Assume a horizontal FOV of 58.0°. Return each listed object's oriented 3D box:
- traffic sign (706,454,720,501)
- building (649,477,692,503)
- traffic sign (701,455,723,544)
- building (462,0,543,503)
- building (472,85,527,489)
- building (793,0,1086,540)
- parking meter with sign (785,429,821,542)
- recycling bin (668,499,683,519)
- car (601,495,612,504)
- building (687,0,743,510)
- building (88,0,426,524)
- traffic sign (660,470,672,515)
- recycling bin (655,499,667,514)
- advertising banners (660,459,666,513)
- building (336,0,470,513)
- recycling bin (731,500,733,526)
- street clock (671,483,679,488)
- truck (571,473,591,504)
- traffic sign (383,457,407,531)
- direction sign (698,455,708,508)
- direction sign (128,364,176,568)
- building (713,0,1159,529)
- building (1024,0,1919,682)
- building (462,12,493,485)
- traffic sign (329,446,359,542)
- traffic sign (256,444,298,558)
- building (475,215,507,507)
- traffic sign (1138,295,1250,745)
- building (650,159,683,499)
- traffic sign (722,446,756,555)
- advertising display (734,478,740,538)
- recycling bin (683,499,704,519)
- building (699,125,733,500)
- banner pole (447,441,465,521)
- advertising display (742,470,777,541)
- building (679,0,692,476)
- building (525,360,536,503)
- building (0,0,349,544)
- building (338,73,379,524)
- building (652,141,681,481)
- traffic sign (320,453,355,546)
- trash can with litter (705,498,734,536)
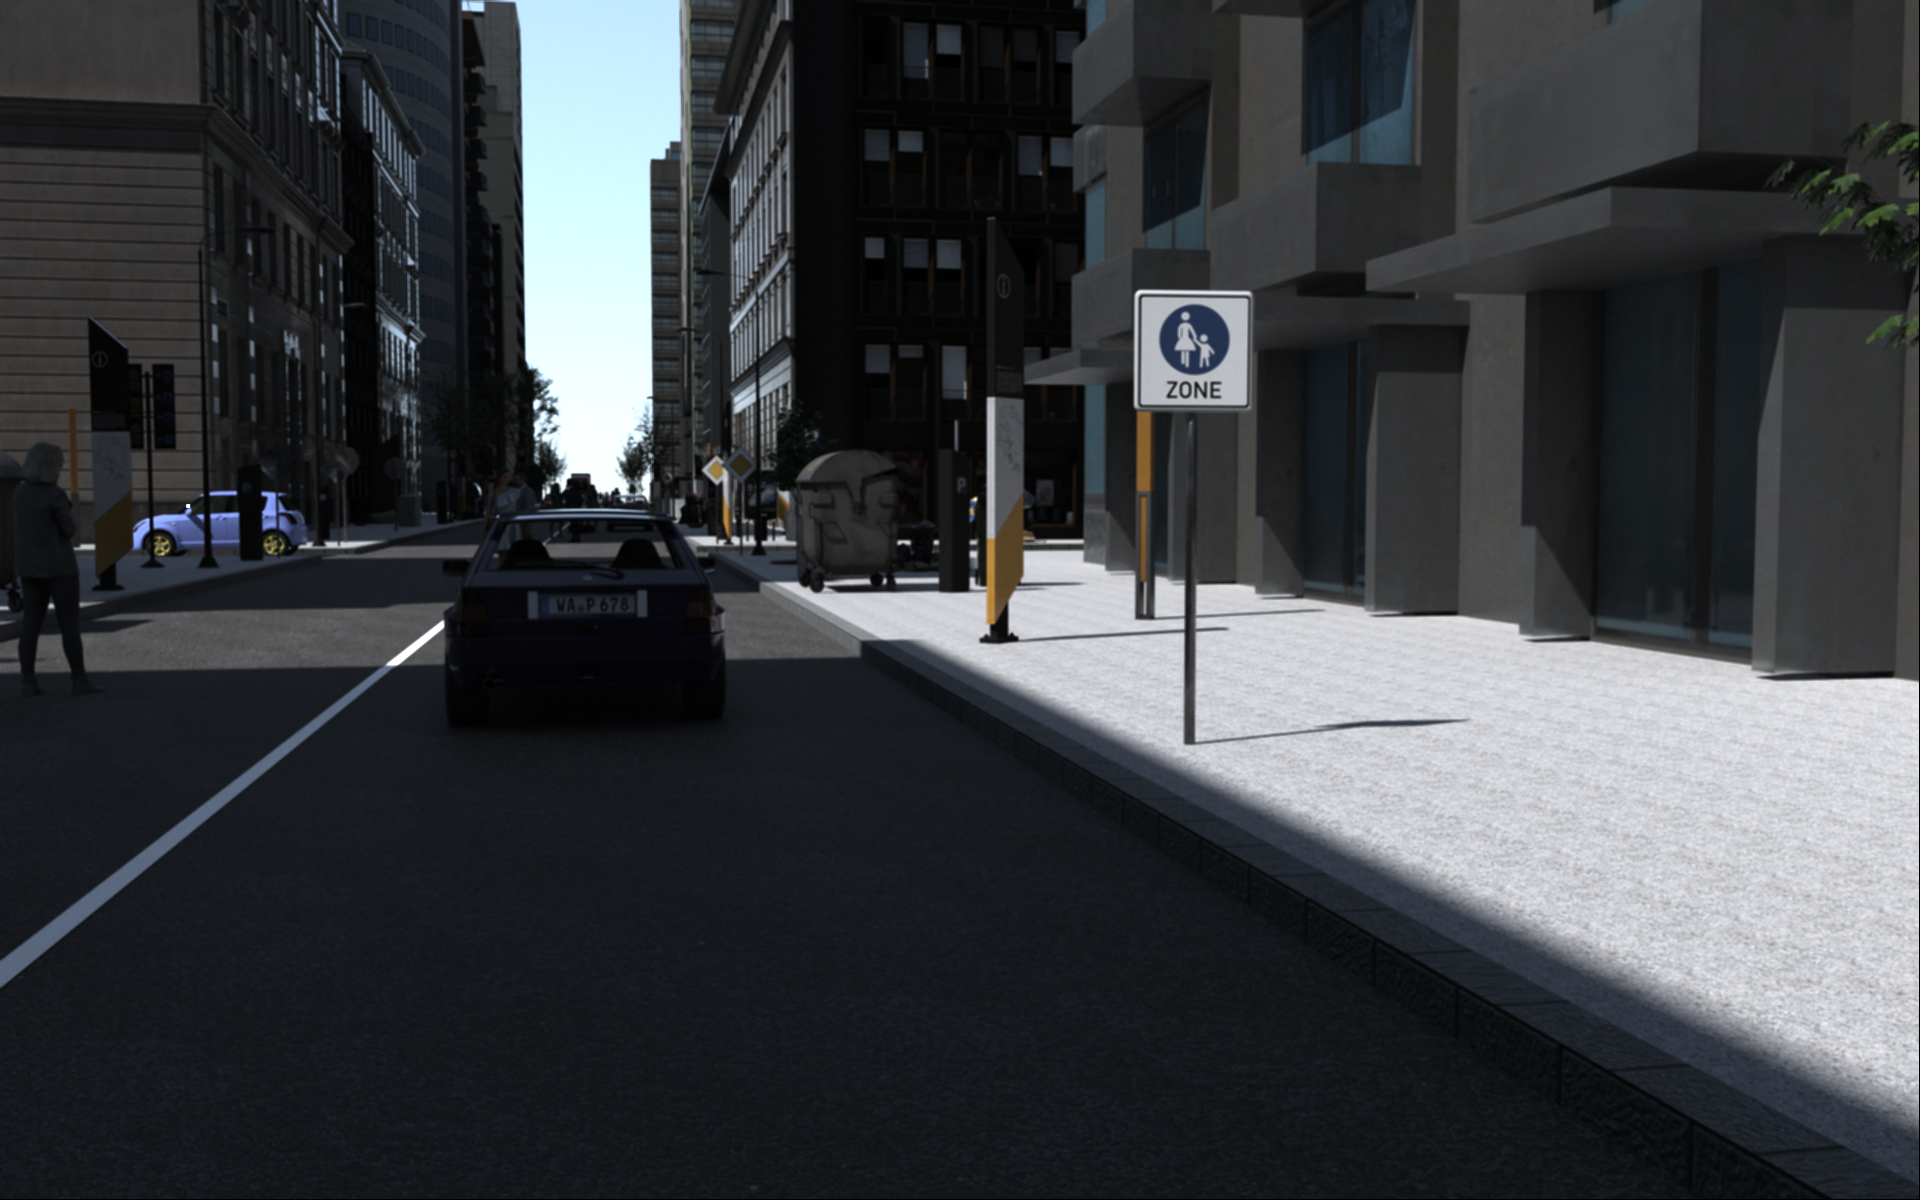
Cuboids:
[{"bbox_3d":[-7.670,-3.356,54.973,0.768,2.556,0.104,0,4,-5],"label":"traffic sign"},{"bbox_3d":[-31.346,-35.086,265.535,32.217,40.220,23.993,-1,4,-12],"label":"building"},{"bbox_3d":[-6.199,-2.479,44.182,0.795,2.450,0.064,-1,4,-12],"label":"traffic sign"},{"bbox_3d":[-72.892,-50.027,256.188,20.563,71.187,20.611,-1,4,-12],"label":"building"},{"bbox_3d":[-63.728,-35.725,207.807,21.300,48.544,21.600,-1,4,-12],"label":"building"},{"bbox_3d":[3.339,-13.744,54.391,15.834,23.373,12.332,-1,4,-12],"label":"building"},{"bbox_3d":[-4.305,-3.087,46.738,0.543,3.016,1.738,-2,4,-24],"label":"parking meter with sign"},{"bbox_3d":[-15.070,-4.913,92.888,0.722,1.027,0.722,0,4,8],"label":"recycling bin"},{"bbox_3d":[-49.190,-14.055,242.160,2.083,1.381,4.827,-1,4,-11],"label":"car"},{"bbox_3d":[-13.773,-27.486,132.982,14.154,41.232,14.086,-1,4,-12],"label":"building"},{"bbox_3d":[-36.719,-18.178,94.472,12.463,27.353,25.104,-1,4,-12],"label":"building"},{"bbox_3d":[-15.782,-5.709,93.441,0.768,2.556,0.104,0,4,-7],"label":"traffic sign"},{"bbox_3d":[-16.643,-5.164,96.978,0.722,1.027,0.722,0,4,7],"label":"recycling bin"},{"bbox_3d":[-14.532,-5.426,84.909,0.090,3.025,2.074,0,4,-3],"label":"advertising banners"},{"bbox_3d":[-47.970,-35.704,125.758,21.231,58.520,28.212,-1,4,-12],"label":"building"},{"bbox_3d":[-9.483,-3.428,68.605,0.722,1.027,0.722,3,5,43],"label":"recycling bin"},{"bbox_3d":[-18.172,-6.478,110.485,0.471,2.002,0.358,-2,4,-31],"label":"street clock"},{"bbox_3d":[-51.867,-15.171,236.963,2.839,4.237,11.283,-1,4,-11],"label":"truck"},{"bbox_3d":[-19.508,-3.653,59.835,0.768,2.556,0.104,-1,4,-11],"label":"traffic sign"},{"bbox_3d":[-14.873,-6.676,101.154,0.876,3.537,0.379,0,4,-2],"label":"direction sign"},{"bbox_3d":[-14.129,-2.337,30.205,0.876,3.537,0.379,0,4,-8],"label":"direction sign"},{"bbox_3d":[-1.631,-14.793,75.148,16.112,22.955,30.059,-1,4,-12],"label":"building"},{"bbox_3d":[14.217,-24.520,20.505,23.786,49.044,30.456,-1,4,-12],"label":"building"},{"bbox_3d":[-53.762,-30.551,154.132,22.147,44.769,28.867,-1,4,-12],"label":"building"},{"bbox_3d":[-16.354,-2.808,46.015,0.768,2.556,0.104,0,4,-4],"label":"traffic sign"},{"bbox_3d":[-13.614,-1.890,34.544,0.795,2.450,0.064,-1,4,-12],"label":"traffic sign"},{"bbox_3d":[-53.945,-24.753,176.420,14.160,30.474,14.107,-1,4,-12],"label":"building"},{"bbox_3d":[1.175,-0.409,8.809,0.606,2.300,0.079,0,4,-6],"label":"traffic sign"},{"bbox_3d":[-31.229,-32.507,215.085,14.154,41.232,14.086,-1,4,-12],"label":"building"},{"bbox_3d":[-4.601,-2.001,36.358,0.795,2.450,0.064,-1,4,-12],"label":"traffic sign"},{"bbox_3d":[-6.566,-2.820,51.326,0.123,1.923,0.974,-1,4,-14],"label":"advertising display"},{"bbox_3d":[-13.814,-4.752,90.244,0.722,1.027,0.722,1,4,14],"label":"recycling bin"},{"bbox_3d":[-7.728,-17.456,104.474,14.314,24.678,30.058,-1,4,-12],"label":"building"},{"bbox_3d":[-23.961,-5.644,82.296,0.863,3.779,0.401,-3,5,-39],"label":"banner pole"},{"bbox_3d":[-5.435,-2.569,47.210,0.974,1.923,0.123,-3,5,-40],"label":"advertising display"},{"bbox_3d":[-10.773,-34.582,154.646,28.713,52.752,27.495,-1,4,-12],"label":"building"},{"bbox_3d":[-71.902,-23.709,232.688,27.650,21.520,28.899,-1,4,-12],"label":"building"},{"bbox_3d":[-27.246,-15.744,54.676,12.463,27.353,25.104,-1,4,-12],"label":"building"},{"bbox_3d":[-32.630,-14.977,74.552,12.332,23.373,15.834,-1,4,-12],"label":"building"},{"bbox_3d":[-30.389,-37.804,237.704,23.786,49.044,30.456,-1,4,-12],"label":"building"},{"bbox_3d":[-15.212,-2.369,42.368,0.795,2.450,0.064,-1,4,-12],"label":"traffic sign"},{"bbox_3d":[-7.246,-2.518,52.551,0.624,1.170,1.055,-3,5,-44],"label":"trash can with litter"}]
